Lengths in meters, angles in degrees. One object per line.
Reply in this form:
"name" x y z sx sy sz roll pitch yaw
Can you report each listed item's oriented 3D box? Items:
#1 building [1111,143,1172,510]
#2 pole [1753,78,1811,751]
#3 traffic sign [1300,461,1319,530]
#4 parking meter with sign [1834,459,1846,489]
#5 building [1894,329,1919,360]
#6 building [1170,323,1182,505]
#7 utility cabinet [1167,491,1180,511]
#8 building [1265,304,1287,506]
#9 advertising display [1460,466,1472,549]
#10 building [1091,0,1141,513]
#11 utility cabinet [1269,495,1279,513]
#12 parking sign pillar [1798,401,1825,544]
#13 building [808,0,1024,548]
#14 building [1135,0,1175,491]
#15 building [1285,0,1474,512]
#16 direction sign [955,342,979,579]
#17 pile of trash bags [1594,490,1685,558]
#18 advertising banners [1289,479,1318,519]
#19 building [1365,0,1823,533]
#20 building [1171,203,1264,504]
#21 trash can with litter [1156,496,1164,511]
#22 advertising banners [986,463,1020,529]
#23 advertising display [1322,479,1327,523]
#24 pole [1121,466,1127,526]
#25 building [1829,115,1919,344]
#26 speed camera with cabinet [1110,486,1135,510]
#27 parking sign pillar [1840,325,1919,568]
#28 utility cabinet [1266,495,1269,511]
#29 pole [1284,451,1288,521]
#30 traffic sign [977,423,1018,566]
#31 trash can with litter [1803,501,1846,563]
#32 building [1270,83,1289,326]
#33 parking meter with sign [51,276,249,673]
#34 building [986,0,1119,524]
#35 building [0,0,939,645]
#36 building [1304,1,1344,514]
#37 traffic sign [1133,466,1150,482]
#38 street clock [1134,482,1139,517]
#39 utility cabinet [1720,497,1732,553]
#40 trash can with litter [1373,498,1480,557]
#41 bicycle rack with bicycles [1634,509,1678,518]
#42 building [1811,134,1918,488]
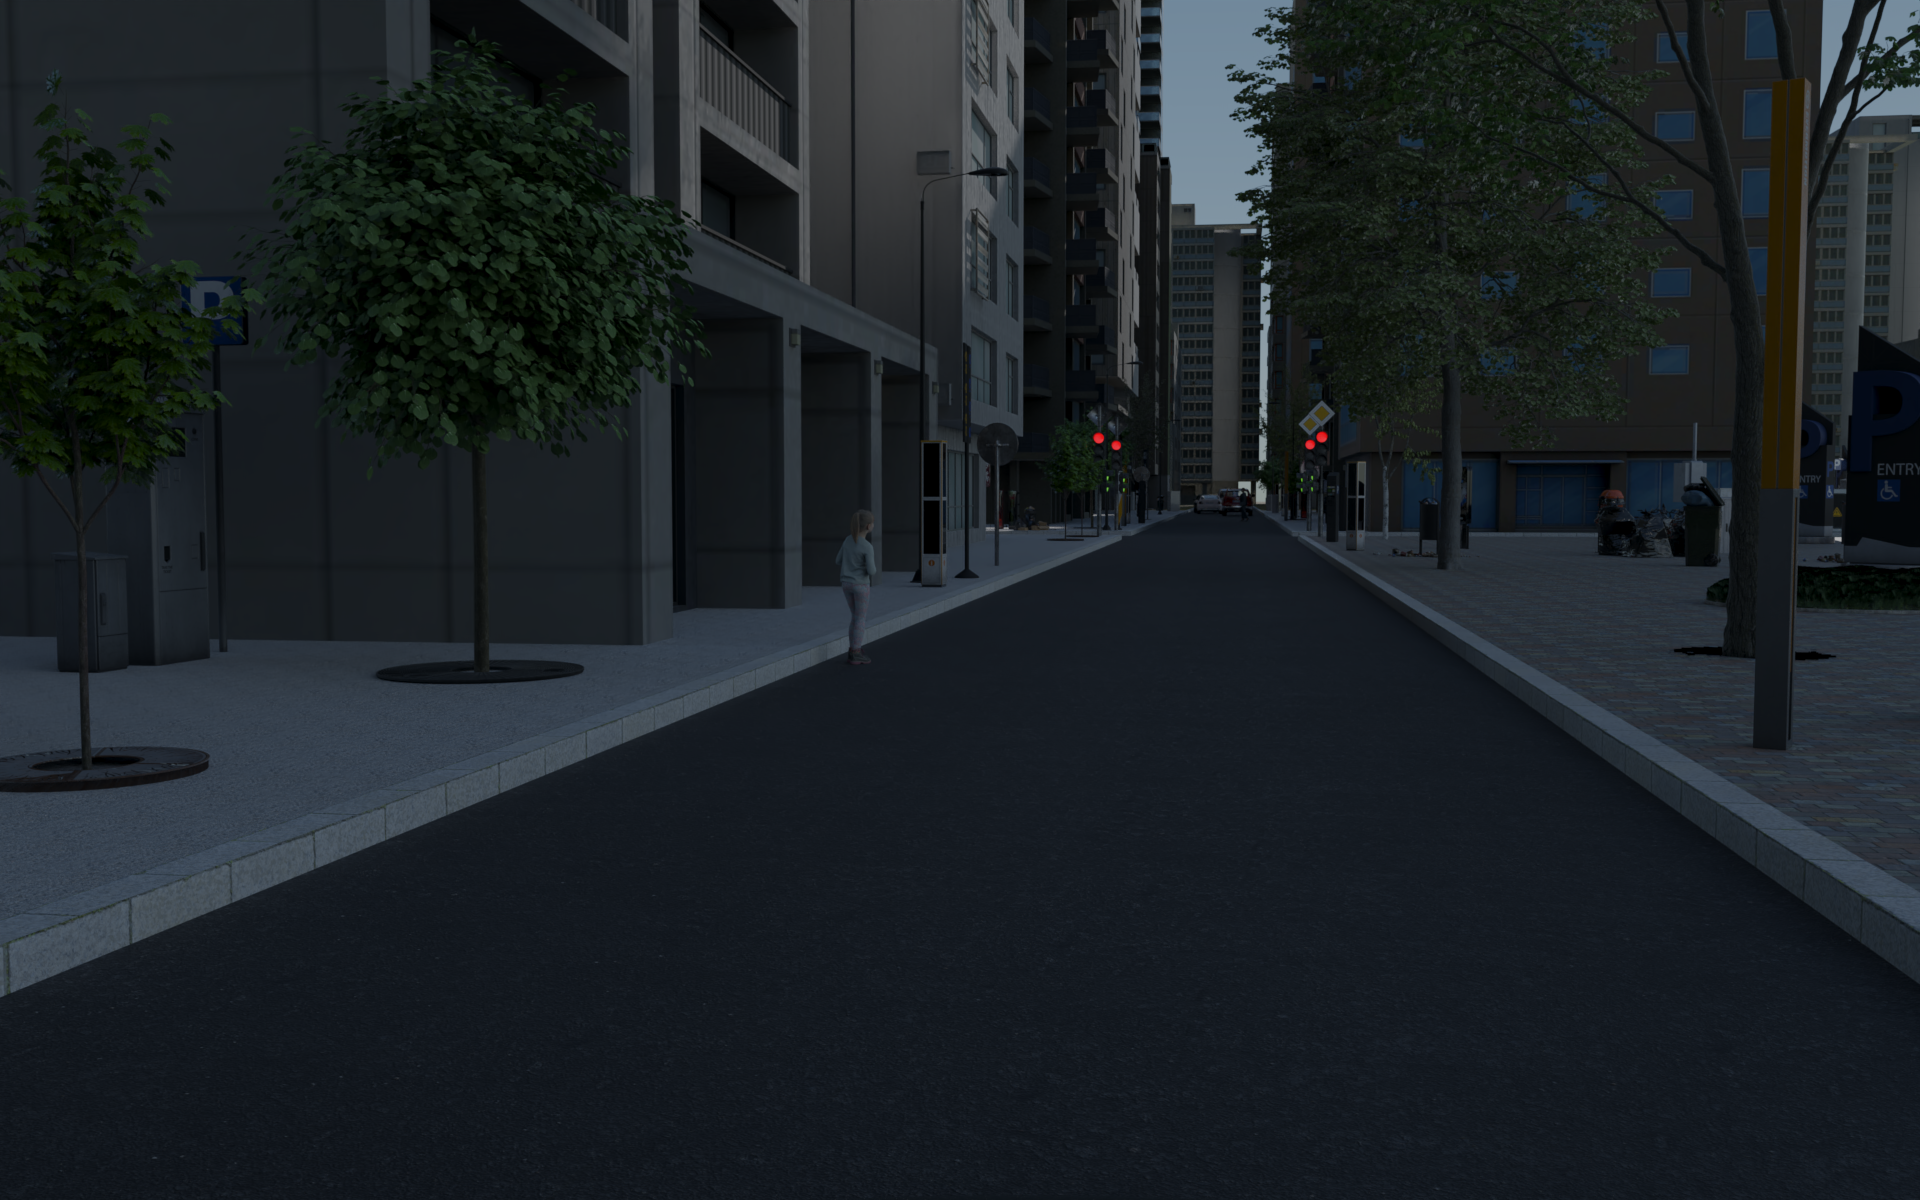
"building" 10.136 -22.726 143.274 14.160 30.474 14.107 1 4 9
"pole" 4.113 -0.907 8.665 0.158 3.312 0.155 0 3 0
"traffic sign" 12.402 -3.738 61.220 0.768 2.556 0.104 1 4 10
"parking meter with sign" 43.707 -5.443 85.252 0.543 3.016 1.738 -1 4 -16
"building" 52.490 -45.789 61.319 31.000 86.520 22.319 1 4 9
"building" 10.431 -21.636 198.783 28.899 21.520 27.650 1 4 9
"utility cabinet" 15.696 -7.256 127.322 0.318 1.500 1.173 3 5 42
"building" 44.432 -19.892 170.277 27.650 21.520 28.899 1 4 9
"advertising display" 11.813 -2.173 40.746 0.123 1.923 0.974 0 4 -3
"building" -1.361 -32.582 121.955 28.713 52.752 27.495 1 4 9
"utility cabinet" 21.480 -6.529 117.912 0.306 1.237 1.020 1 4 20
"parking sign pillar" 21.981 -3.457 44.988 1.447 3.967 1.447 -2 4 -35
"building" -5.684 -22.059 44.266 14.086 41.232 14.154 1 4 9
"building" 9.587 -52.104 164.579 22.319 86.520 31.000 1 4 9
"building" 35.374 -30.505 148.865 14.600 45.320 14.200 1 4 9
"direction sign" 0.105 -2.103 26.374 0.379 3.537 0.876 0 4 6
"pile of trash bags" 14.293 -1.634 36.469 1.912 1.369 3.447 0 4 -4
"advertising banners" 17.983 -5.767 90.482 0.090 3.025 2.074 -3 4 -36
"building" 21.526 -25.232 62.658 14.200 45.320 14.600 1 4 9
"building" 28.911 -33.203 234.747 23.993 40.220 32.217 1 4 9
"trash can with litter" 15.202 -7.401 132.385 0.624 1.170 1.055 -1 4 -11
"advertising banners" 1.457 -4.117 63.507 0.090 3.025 2.074 -3 5 -40
"advertising display" 16.145 -4.316 75.781 0.974 1.923 0.123 -3 5 -40
"pole" 6.552 -4.604 69.118 0.158 3.312 0.155 0 3 0
"building" 102.663 -30.939 189.447 14.086 41.232 14.154 1 4 9
"speed camera with cabinet" 12.667 -8.664 135.986 2.038 3.252 0.660 1 4 19
"parking sign pillar" 14.690 -2.369 27.200 1.447 3.967 1.447 -3 4 -38
"utility cabinet" 23.463 -7.328 130.982 0.306 1.237 1.020 -1 4 -9
"pole" 15.523 -5.416 82.391 0.158 3.312 0.155 0 3 0
"traffic sign" 0.657 -1.883 30.891 0.768 2.556 0.104 1 4 16
"trash can with litter" 16.885 -1.332 32.840 1.678 1.210 2.233 1 4 15
"building" 45.890 -34.926 194.736 21.300 48.544 21.600 1 4 9
"parking meter with sign" -6.144 -1.034 13.173 0.543 3.016 1.738 1 4 11
"building" -3.694 -26.384 86.006 22.147 44.769 28.867 1 4 9
"building" -11.159 -35.841 24.246 20.563 71.187 20.611 1 4 9
"building" 33.017 -27.770 108.662 22.147 44.769 28.867 1 4 9
"traffic sign" 8.322 -4.849 79.392 0.768 2.556 0.104 1 4 10
"street clock" 10.100 -5.708 97.897 0.471 2.002 0.358 1 4 10
"utility cabinet" 16.440 -1.623 37.698 1.020 1.237 0.306 -1 4 -20
"trash can with litter" 9.519 -1.515 35.825 1.678 1.210 2.233 -2 4 -27
"bicycle rack with bicycles" 16.566 -1.672 40.713 2.852 0.926 2.925 -1 4 -15
"building" 82.486 -30.084 183.753 23.993 40.220 32.217 1 4 9
